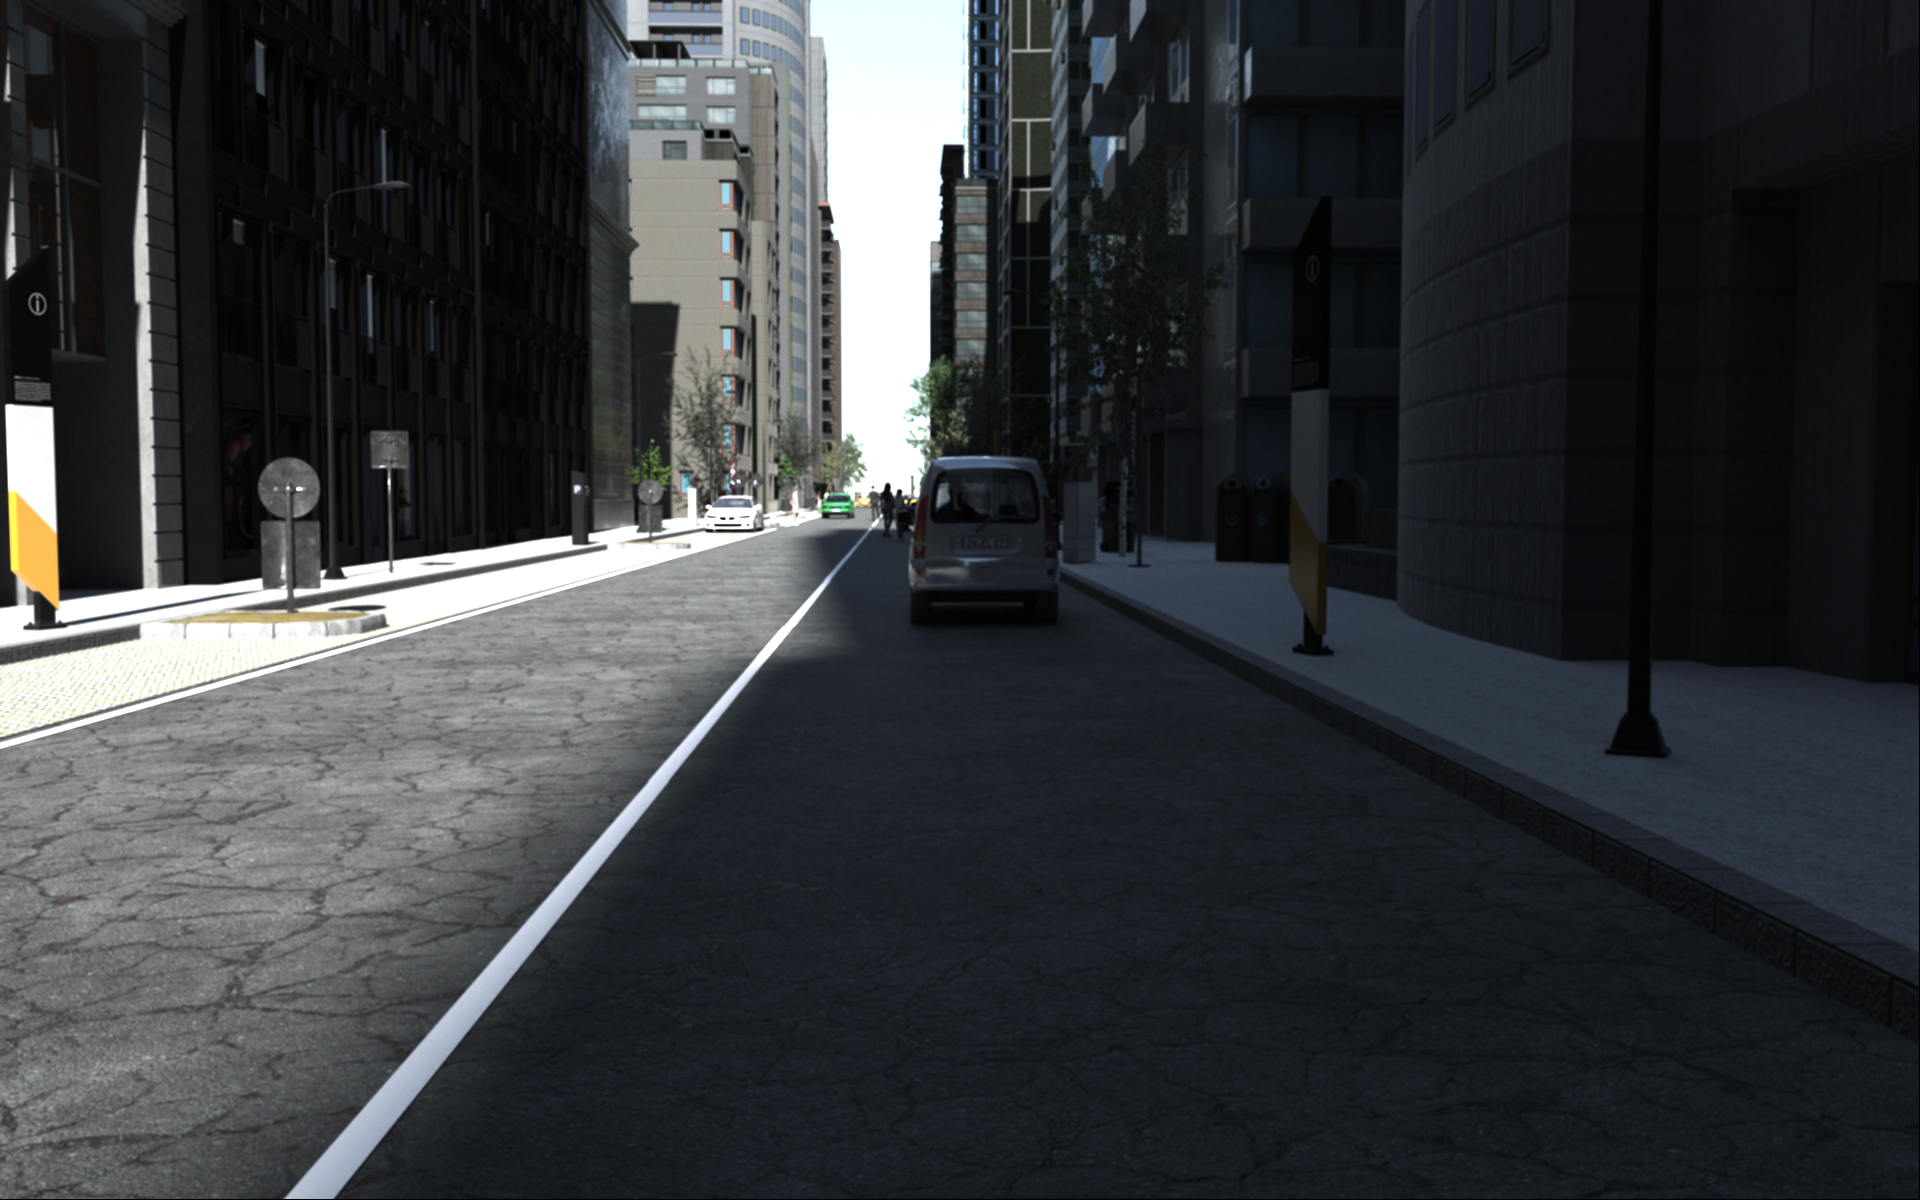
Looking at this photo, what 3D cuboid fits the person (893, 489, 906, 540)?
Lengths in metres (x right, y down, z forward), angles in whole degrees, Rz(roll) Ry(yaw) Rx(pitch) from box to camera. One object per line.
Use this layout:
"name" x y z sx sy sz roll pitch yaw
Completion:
"person" -1.861 -2.654 53.711 0.330 1.601 0.589 1 4 22

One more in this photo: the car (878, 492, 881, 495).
"car" -13.854 -18.381 309.206 2.281 1.827 5.304 0 4 -2

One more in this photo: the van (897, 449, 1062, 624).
"van" 0.242 -0.827 20.535 2.013 2.044 4.112 0 4 -1

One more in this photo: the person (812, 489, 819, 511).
"person" -11.387 -7.766 135.430 0.822 1.834 0.622 -1 4 -13

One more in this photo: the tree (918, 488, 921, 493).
"tree" -6.144 -17.808 285.760 1.663 3.219 1.824 0 3 0

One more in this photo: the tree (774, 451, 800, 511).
"tree" -13.881 -9.083 132.213 4.285 4.588 4.351 0 3 0

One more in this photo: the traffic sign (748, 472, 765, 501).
"traffic sign" -9.163 -4.552 78.068 0.795 2.450 0.064 0 4 -2

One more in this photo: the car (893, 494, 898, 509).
"car" -5.533 -9.348 162.629 2.009 1.686 4.222 0 4 -1

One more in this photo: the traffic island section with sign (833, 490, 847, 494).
"traffic island section with sign" -12.641 -10.330 177.522 1.989 1.847 2.006 0 4 -2

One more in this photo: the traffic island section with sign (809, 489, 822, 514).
"traffic island section with sign" -10.916 -7.276 127.583 1.989 1.847 2.006 0 4 -2

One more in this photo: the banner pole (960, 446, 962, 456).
"banner pole" 0.039 -6.126 90.174 0.401 3.779 0.863 0 4 -4

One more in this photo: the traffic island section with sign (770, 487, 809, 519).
"traffic island section with sign" -9.973 -5.614 100.412 1.989 1.847 2.006 0 4 -2

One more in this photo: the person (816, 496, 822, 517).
"person" -8.663 -5.771 107.112 0.590 1.304 0.306 -2 4 -27

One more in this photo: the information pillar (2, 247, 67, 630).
"information pillar" -8.731 -1.525 16.296 0.183 3.616 0.504 1 4 17

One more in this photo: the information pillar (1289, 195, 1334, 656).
"information pillar" 2.811 -1.378 13.884 0.183 3.616 0.504 -1 4 -17

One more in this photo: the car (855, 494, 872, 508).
"car" -10.140 -10.606 183.636 2.015 1.641 3.980 0 4 -4

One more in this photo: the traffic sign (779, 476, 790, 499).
"traffic sign" -12.408 -7.494 122.632 0.768 2.556 0.104 0 4 6

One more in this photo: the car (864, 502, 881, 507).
"car" -9.882 -11.224 195.867 2.083 1.381 4.827 0 3 0

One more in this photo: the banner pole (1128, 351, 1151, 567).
"banner pole" 3.125 -2.490 30.731 0.401 3.779 0.863 -1 4 -11

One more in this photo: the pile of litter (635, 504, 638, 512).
"pile of litter" -15.279 -4.200 82.627 1.719 0.858 1.176 -2 4 -25

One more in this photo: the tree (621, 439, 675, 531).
"tree" -10.647 -4.017 60.284 1.663 3.219 1.824 0 3 0

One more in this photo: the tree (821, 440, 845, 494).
"tree" -17.199 -17.003 228.357 4.737 8.622 4.395 0 3 0

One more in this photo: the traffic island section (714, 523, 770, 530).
"traffic island section" -8.909 -2.928 70.149 2.009 0.180 2.903 0 4 -2

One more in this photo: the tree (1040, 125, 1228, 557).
"tree" 3.393 -5.209 35.533 4.737 8.622 4.395 0 3 0

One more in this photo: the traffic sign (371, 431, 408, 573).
"traffic sign" -9.227 -1.585 28.037 0.606 2.300 0.079 0 4 2

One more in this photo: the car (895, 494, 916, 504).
"car" -4.089 -7.642 135.170 2.015 1.641 3.980 0 4 -4

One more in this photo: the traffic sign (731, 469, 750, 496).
"traffic sign" -8.886 -4.064 70.088 0.795 2.450 0.064 0 4 -2

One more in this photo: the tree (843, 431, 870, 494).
"tree" -20.142 -24.102 312.196 7.486 12.596 7.792 0 3 0

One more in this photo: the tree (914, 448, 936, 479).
"tree" -4.328 -17.710 239.921 4.360 8.622 3.978 0 3 0

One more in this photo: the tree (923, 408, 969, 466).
"tree" -1.088 -11.816 143.557 4.737 8.622 4.395 0 3 0

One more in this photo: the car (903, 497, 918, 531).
"car" -1.465 -3.421 68.521 1.945 1.354 3.894 0 4 -4

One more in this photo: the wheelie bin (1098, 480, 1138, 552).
"wheelie bin" 3.544 -1.856 38.252 0.980 1.594 0.693 -2 4 -31

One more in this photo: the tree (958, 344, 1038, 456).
"tree" 1.701 -8.273 85.628 4.360 8.622 3.978 0 3 0

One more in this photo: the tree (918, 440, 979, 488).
"tree" 0.068 -7.389 104.523 4.285 4.588 4.351 0 3 0

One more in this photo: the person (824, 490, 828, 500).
"person" -9.499 -7.065 124.587 0.480 1.755 0.524 0 4 6

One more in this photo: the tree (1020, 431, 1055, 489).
"tree" 2.242 -3.580 53.129 1.663 3.219 1.824 0 3 0

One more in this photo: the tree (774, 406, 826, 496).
"tree" -14.045 -12.138 148.823 4.360 8.622 3.978 0 3 0

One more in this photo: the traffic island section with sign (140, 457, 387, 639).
"traffic island section with sign" -7.103 -0.571 17.962 1.989 1.847 2.006 0 4 -2

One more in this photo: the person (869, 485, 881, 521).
"person" -4.565 -5.183 92.611 0.648 1.900 0.474 0 4 -1

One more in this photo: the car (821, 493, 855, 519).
"car" -7.227 -5.751 102.831 1.959 1.807 4.718 0 3 0

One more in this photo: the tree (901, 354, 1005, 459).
"tree" -0.652 -12.317 127.138 9.928 11.665 9.643 0 3 0

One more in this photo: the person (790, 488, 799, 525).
"person" -7.683 -4.353 80.683 0.522 1.701 0.512 -1 4 -22

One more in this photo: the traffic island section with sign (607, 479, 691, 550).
"traffic island section with sign" -8.061 -2.230 45.096 1.989 1.847 2.006 0 4 -2

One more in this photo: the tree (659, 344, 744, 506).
"tree" -12.284 -8.185 84.185 4.360 8.622 3.978 0 3 0

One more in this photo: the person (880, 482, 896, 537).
"person" -2.376 -2.995 57.470 0.555 1.821 0.388 0 4 3

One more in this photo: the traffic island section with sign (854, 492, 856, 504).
"traffic island section with sign" -13.583 -11.994 204.731 1.989 1.847 2.006 0 4 -2

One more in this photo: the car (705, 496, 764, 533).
"car" -8.515 -3.256 65.591 2.083 1.381 4.827 0 4 -1

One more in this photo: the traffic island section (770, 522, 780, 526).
"traffic island section" -9.187 -3.416 78.129 2.009 0.180 2.903 0 4 -2

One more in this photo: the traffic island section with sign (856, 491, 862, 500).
"traffic island section with sign" -16.468 -17.060 287.565 1.989 1.847 2.006 0 4 -2
